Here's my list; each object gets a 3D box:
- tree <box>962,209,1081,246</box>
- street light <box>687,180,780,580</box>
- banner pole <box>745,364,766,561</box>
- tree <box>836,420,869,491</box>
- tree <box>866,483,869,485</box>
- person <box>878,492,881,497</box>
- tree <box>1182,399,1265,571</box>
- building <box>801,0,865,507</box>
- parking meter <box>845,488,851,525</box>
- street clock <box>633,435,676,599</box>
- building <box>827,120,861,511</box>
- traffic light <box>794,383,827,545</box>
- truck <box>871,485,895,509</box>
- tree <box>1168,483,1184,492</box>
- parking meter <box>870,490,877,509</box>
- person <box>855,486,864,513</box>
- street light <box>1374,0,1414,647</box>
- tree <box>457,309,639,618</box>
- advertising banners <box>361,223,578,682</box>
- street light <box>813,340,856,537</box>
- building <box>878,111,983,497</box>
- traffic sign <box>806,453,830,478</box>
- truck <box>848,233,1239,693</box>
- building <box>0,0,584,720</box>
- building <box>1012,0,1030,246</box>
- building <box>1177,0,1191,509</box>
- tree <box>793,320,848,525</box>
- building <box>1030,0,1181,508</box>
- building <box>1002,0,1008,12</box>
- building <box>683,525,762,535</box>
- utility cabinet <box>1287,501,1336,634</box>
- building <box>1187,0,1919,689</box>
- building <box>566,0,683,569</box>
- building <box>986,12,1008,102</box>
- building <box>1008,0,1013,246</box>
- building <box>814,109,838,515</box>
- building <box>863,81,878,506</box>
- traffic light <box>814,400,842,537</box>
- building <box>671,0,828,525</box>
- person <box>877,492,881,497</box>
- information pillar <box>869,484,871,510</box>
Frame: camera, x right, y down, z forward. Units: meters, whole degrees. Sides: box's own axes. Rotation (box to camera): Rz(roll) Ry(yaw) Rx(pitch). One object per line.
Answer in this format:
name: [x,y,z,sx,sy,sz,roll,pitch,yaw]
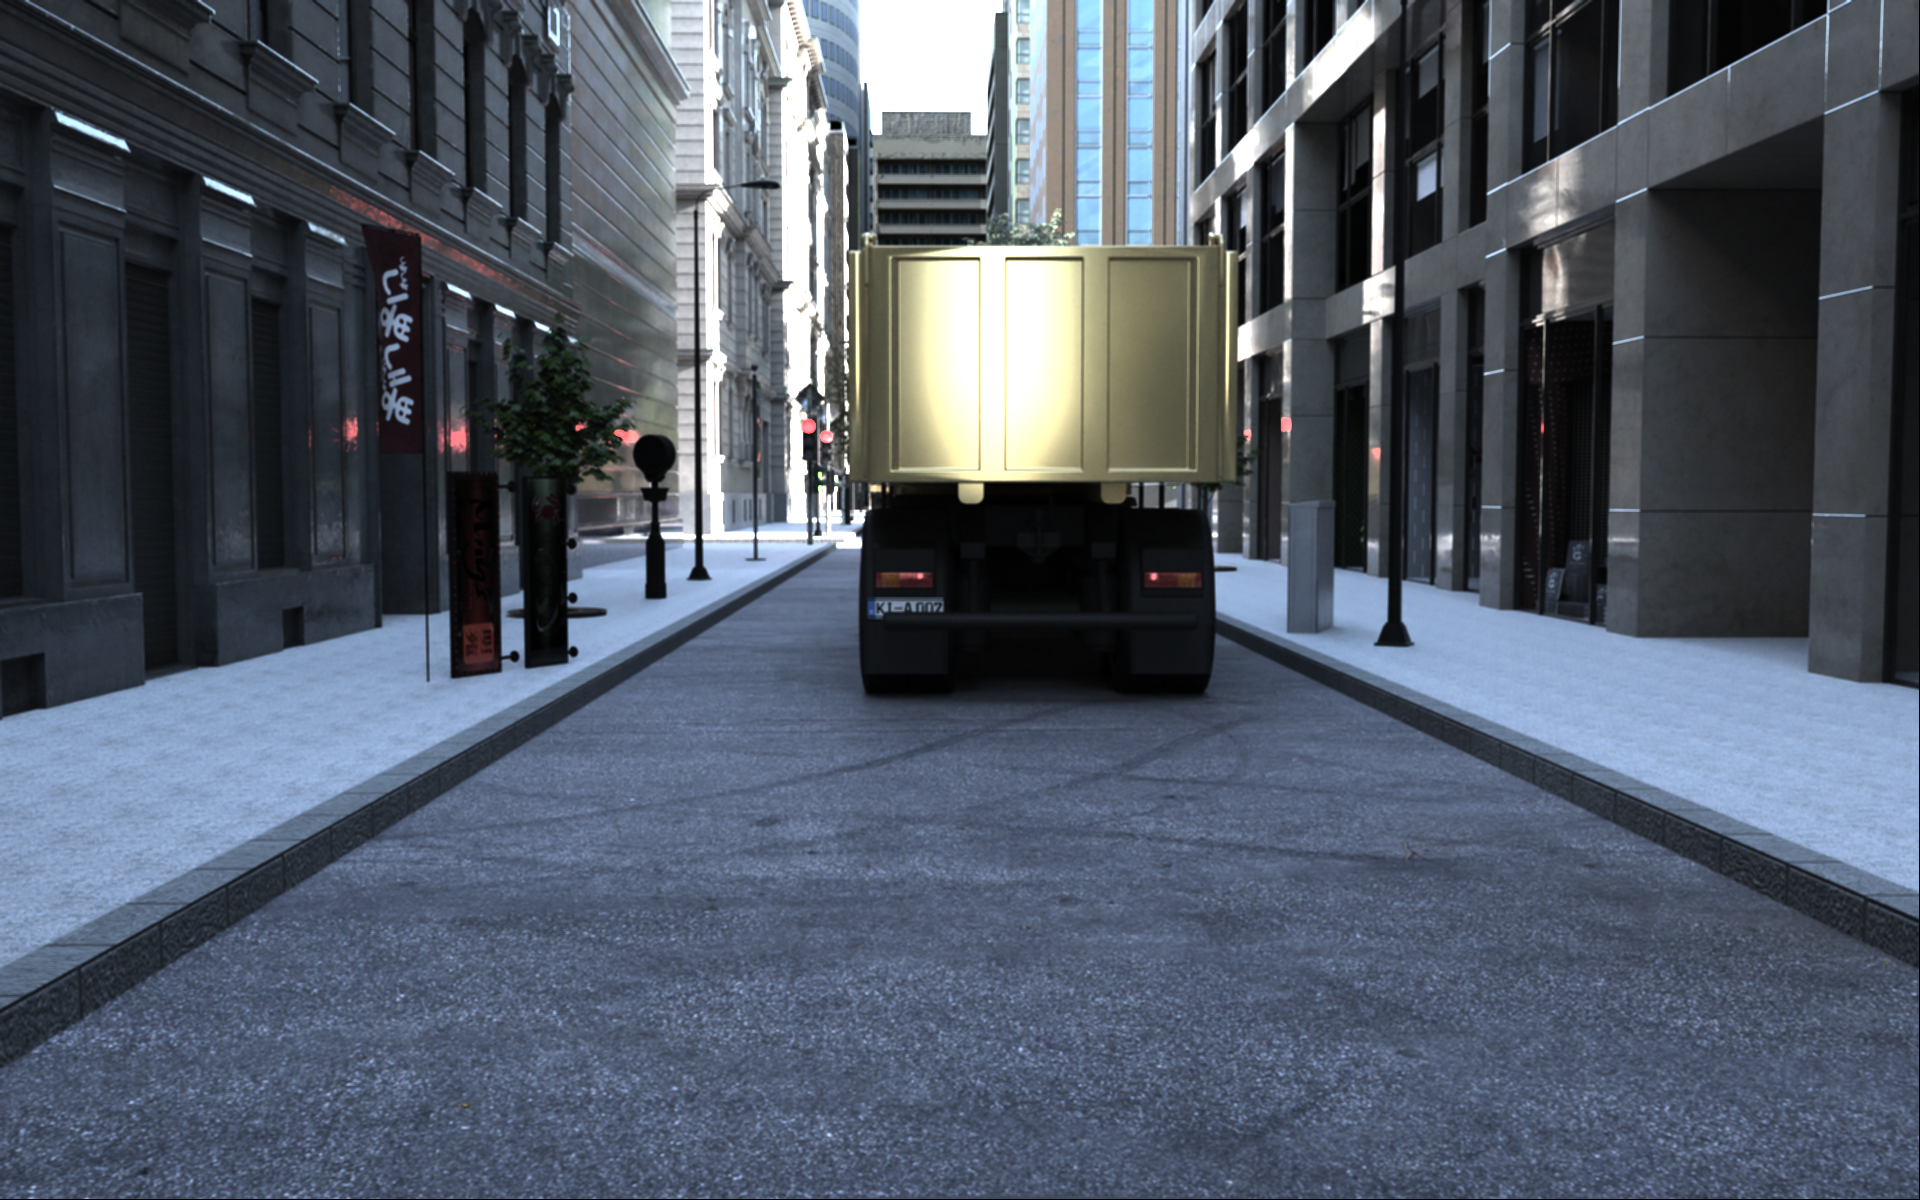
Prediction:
tree: [2.984,-10.400,76.696,9.857,13.997,8.962,0,3,0]
street light: [-3.363,-3.255,25.759,1.470,5.913,1.316,0,4,-1]
banner pole: [-3.949,-2.673,33.714,0.401,3.779,0.863,0,4,3]
tree: [-6.686,-10.696,125.245,4.737,8.622,4.395,0,3,0]
tree: [-6.858,-10.582,156.733,4.285,4.588,4.351,0,3,0]
person: [-9.450,-12.015,203.210,0.721,1.743,1.217,1,4,15]
tree: [4.282,-2.110,29.107,1.663,3.219,1.824,0,3,0]
building: [-19.561,-37.446,154.241,21.231,58.520,28.212,0,4,-1]
parking meter: [-4.767,-3.928,72.629,0.372,1.533,0.369,0,3,0]
street clock: [-3.738,-1.019,21.230,0.471,2.002,0.358,1,4,21]
building: [-14.943,-22.157,133.963,14.160,30.474,14.107,0,4,-1]
traffic light: [-3.775,-3.351,43.703,0.839,4.253,0.868,0,4,-1]
truck: [-1.670,-4.092,62.836,3.469,3.379,9.791,0,4,1]
tree: [7.126,-4.329,54.499,4.285,4.588,4.351,0,3,0]
parking meter: [-5.222,-6.070,104.958,0.399,1.863,0.255,-1,4,-17]
person: [-6.860,-6.821,117.740,0.661,1.801,0.590,3,5,41]
street light: [3.147,-2.568,14.528,1.470,5.913,1.316,0,4,-1]
tree: [-4.133,-1.444,18.212,1.663,3.219,1.824,0,3,0]
advertising banners: [-3.408,-0.980,12.204,0.090,3.025,2.074,2,4,26]
street light: [-3.762,-4.881,52.342,1.470,5.913,1.316,0,4,-1]
building: [-0.690,-36.625,222.518,21.600,48.544,21.300,0,4,-1]
traffic sign: [-4.409,-3.286,53.837,0.768,2.556,0.104,0,4,1]
truck: [0.536,-1.233,16.092,3.469,3.379,9.791,0,3,0]
building: [-10.281,-10.259,16.887,9.793,20.994,18.267,0,4,-1]
building: [10.481,-26.545,117.602,14.154,41.232,14.086,0,4,-1]
building: [23.539,-31.933,64.096,28.212,58.520,21.231,0,4,-1]
tree: [-4.821,-7.364,70.758,4.360,8.622,3.978,0,3,0]
building: [11.165,-27.234,95.385,14.600,45.320,14.200,0,4,-1]
building: [12.974,-45.963,189.748,20.563,71.187,20.611,0,4,-1]
building: [-14.188,-16.930,64.190,14.401,28.519,23.554,0,4,-1]
utility cabinet: [3.320,-0.320,16.394,0.306,1.237,1.020,1,4,20]
building: [15.445,-13.450,24.430,19.350,26.468,34.151,0,4,-1]
building: [-16.285,-15.210,34.584,20.117,28.700,13.634,0,4,-1]
building: [13.583,-33.364,169.211,21.300,48.544,21.600,0,4,-1]
building: [18.013,-33.965,144.574,28.713,52.752,27.495,0,4,-1]
building: [-14.858,-19.822,109.999,13.634,28.700,20.117,0,4,-1]
building: [-20.397,-34.591,189.268,21.600,48.544,21.300,0,4,-1]
traffic light: [-3.937,-3.839,51.687,0.839,4.253,0.868,0,4,-1]
building: [-14.233,-18.399,88.218,14.401,28.519,23.554,0,4,-1]
person: [-8.141,-9.961,168.894,1.348,1.826,0.705,-1,4,-15]
information pillar: [-5.759,-6.611,112.584,0.304,2.012,0.304,-1,4,-21]
